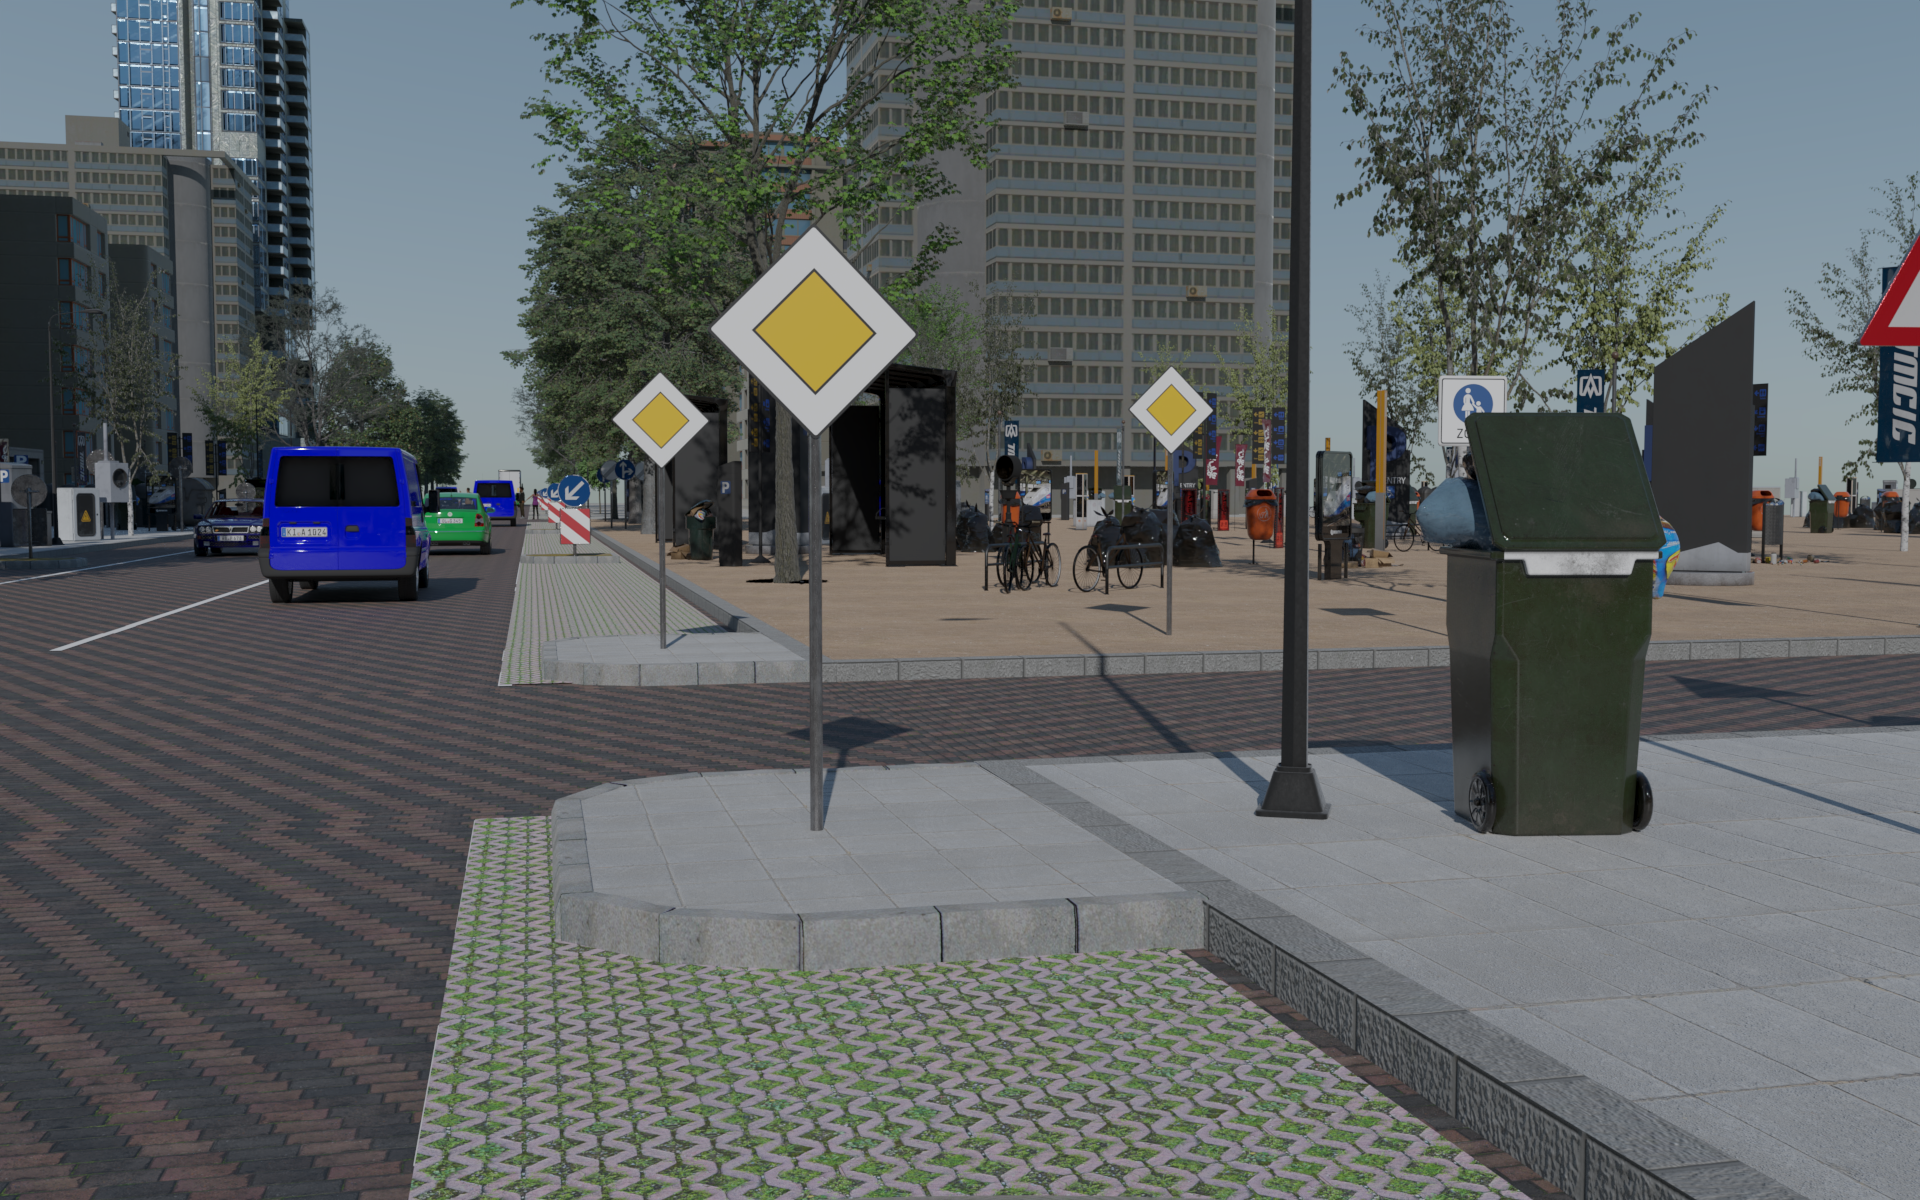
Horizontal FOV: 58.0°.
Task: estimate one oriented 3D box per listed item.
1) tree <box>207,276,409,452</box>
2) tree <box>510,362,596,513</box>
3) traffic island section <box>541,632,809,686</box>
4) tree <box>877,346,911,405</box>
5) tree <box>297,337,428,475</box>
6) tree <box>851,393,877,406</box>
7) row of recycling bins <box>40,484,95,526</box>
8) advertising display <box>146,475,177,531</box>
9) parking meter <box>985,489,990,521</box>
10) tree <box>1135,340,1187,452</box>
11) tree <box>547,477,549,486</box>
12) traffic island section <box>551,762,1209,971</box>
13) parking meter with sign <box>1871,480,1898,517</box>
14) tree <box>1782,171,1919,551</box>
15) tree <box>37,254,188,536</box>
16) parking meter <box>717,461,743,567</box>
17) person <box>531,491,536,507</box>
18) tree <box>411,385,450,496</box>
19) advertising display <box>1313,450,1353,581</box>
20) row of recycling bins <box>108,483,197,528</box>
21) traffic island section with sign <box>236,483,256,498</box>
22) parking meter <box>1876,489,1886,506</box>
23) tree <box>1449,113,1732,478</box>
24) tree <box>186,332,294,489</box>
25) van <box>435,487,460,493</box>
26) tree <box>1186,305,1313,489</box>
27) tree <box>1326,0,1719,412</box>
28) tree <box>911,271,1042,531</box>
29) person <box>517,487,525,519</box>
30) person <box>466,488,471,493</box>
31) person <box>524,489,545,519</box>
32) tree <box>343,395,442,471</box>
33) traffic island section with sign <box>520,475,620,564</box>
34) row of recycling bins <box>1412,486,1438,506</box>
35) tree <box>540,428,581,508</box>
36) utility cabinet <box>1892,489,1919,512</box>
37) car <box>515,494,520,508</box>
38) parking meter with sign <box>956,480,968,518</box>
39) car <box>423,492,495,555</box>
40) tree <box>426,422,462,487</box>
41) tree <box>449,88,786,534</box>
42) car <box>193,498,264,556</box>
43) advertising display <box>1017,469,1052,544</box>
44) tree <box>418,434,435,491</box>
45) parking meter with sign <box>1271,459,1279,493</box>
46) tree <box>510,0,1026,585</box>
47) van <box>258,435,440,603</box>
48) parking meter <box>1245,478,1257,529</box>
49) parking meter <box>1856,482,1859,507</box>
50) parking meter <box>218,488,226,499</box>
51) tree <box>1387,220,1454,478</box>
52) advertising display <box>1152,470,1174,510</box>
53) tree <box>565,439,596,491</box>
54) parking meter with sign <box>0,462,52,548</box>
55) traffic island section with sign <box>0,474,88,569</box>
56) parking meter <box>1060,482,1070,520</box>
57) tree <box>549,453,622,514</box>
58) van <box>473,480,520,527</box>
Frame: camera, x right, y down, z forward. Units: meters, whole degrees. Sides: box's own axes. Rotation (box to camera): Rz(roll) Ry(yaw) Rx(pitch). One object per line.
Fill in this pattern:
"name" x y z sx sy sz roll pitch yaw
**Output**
"tree" -36.376 -11.432 97.281 12.009 13.543 11.850 0 3 0
"tree" -26.120 -12.768 119.122 12.009 13.543 11.850 0 3 0
"traffic island section" -2.443 0.483 14.386 2.009 0.180 2.903 -1 4 -14
"tree" -0.830 -7.301 69.741 4.360 8.622 3.978 0 3 0
"tree" -43.188 -12.727 125.100 9.611 12.733 9.660 0 3 0
"tree" -4.341 -7.712 76.445 4.360 8.622 3.978 0 3 0
"row of recycling bins" -35.745 -3.778 68.885 3.534 1.692 1.069 0 4 7
"advertising display" -27.525 -3.333 59.716 0.974 1.923 0.123 -1 4 -10
"parking meter" 1.356 -4.498 81.946 0.372 1.533 0.369 0 3 0
"tree" 10.206 -8.082 82.499 4.737 8.622 4.395 0 3 0
"tree" -45.671 -13.136 198.484 4.285 4.588 4.351 0 3 0
"traffic island section" -0.529 0.957 6.633 2.009 0.180 2.903 -1 4 -14
"parking meter with sign" 50.887 -6.025 94.770 1.738 3.016 0.543 3 4 38
"tree" 21.083 -5.411 38.838 4.360 8.622 3.978 0 3 0
"tree" -25.524 -6.265 52.795 4.360 8.622 3.978 0 3 0
"parking meter" -4.071 -1.525 30.638 0.399 1.863 0.255 2 4 33
"person" -45.694 -10.846 185.920 0.705 1.812 1.348 0 4 5
"tree" -63.153 -18.233 204.770 9.857 13.997 8.962 0 3 0
"advertising display" 5.609 -1.271 25.995 0.123 1.923 0.974 3 5 39
"row of recycling bins" -31.163 -3.680 67.284 3.534 1.692 1.069 -2 4 -25
"traffic island section with sign" -24.753 -3.144 60.035 1.989 1.847 2.006 -1 4 -14
"parking meter" 42.634 -4.389 80.171 0.372 1.533 0.369 0 3 0
"tree" 13.027 -5.153 34.620 4.737 8.622 4.395 0 3 0
"tree" -32.308 -7.813 78.112 4.737 8.622 4.395 0 3 0
"van" -41.193 -8.240 139.116 2.240 2.365 5.245 -1 4 -13
"tree" 11.721 -7.109 66.589 4.737 8.622 4.395 0 3 0
"tree" 5.930 -4.241 19.704 4.360 8.622 3.978 0 3 0
"tree" 0.954 -6.556 57.556 4.360 8.622 3.978 0 3 0
"person" -25.561 -5.676 100.938 0.705 1.869 1.348 -2 4 -28
"person" -28.788 -5.674 101.367 0.705 1.812 1.348 2 4 28
"person" -24.020 -5.426 97.891 1.217 1.739 0.721 -2 4 -31
"tree" -51.529 -13.664 157.814 7.601 10.594 8.767 1 4 13
"traffic island section with sign" -8.195 -1.690 36.266 1.989 1.847 2.006 -1 4 -14
"row of recycling bins" 24.513 -5.241 92.796 3.534 1.692 1.069 -1 4 -20
"tree" -31.458 -12.838 144.318 7.601 10.594 8.767 1 4 11
"utility cabinet" 41.770 -4.138 76.341 1.173 1.500 0.318 3 5 42
"car" -47.966 -10.803 185.426 1.959 1.807 4.718 -1 4 -13
"parking meter with sign" -0.293 -5.863 92.123 0.543 3.016 1.738 3 5 43
"car" -12.285 -2.030 41.992 1.959 1.807 4.718 -1 4 -14
"tree" -72.596 -19.614 238.817 7.486 12.596 7.792 0 3 0
"tree" -10.018 -9.087 55.234 9.857 13.997 8.962 0 3 0
"car" -17.126 -1.754 41.253 1.945 1.354 3.894 -1 4 -16
"advertising display" 1.902 -2.386 44.231 0.974 1.923 0.123 -2 4 -28
"tree" -54.966 -13.637 173.329 4.737 8.622 4.395 0 3 0
"parking meter with sign" 15.818 -5.559 87.146 0.543 3.016 1.738 1 4 18
"tree" -2.652 -6.055 24.752 9.928 11.665 9.643 0 3 0
"van" -8.605 -1.236 24.593 2.240 2.365 5.245 -1 4 -15
"parking meter" 10.600 -3.508 63.072 0.399 1.863 0.255 -1 4 -21
"parking meter" 43.521 -4.809 84.344 0.399 1.863 0.255 -2 4 -35
"parking meter" -31.633 -4.026 74.229 0.372 1.533 0.369 0 3 0
"tree" 12.522 -5.710 43.714 4.737 8.622 4.395 0 3 0
"advertising display" 5.488 -2.542 46.771 0.123 1.923 0.974 3 4 37
"tree" -33.307 -12.391 152.954 4.360 8.622 3.978 0 3 0
"parking meter with sign" -22.756 -2.783 41.765 0.543 3.016 1.738 1 4 16
"traffic island section with sign" -18.281 -1.544 33.865 1.989 1.847 2.006 -1 4 -14
"parking meter" 5.141 -4.835 84.765 0.399 1.863 0.255 2 4 31
"tree" -22.871 -7.739 110.250 4.285 4.588 4.351 0 3 0
"van" -20.813 -4.466 77.410 2.240 2.365 5.245 -1 4 -15
